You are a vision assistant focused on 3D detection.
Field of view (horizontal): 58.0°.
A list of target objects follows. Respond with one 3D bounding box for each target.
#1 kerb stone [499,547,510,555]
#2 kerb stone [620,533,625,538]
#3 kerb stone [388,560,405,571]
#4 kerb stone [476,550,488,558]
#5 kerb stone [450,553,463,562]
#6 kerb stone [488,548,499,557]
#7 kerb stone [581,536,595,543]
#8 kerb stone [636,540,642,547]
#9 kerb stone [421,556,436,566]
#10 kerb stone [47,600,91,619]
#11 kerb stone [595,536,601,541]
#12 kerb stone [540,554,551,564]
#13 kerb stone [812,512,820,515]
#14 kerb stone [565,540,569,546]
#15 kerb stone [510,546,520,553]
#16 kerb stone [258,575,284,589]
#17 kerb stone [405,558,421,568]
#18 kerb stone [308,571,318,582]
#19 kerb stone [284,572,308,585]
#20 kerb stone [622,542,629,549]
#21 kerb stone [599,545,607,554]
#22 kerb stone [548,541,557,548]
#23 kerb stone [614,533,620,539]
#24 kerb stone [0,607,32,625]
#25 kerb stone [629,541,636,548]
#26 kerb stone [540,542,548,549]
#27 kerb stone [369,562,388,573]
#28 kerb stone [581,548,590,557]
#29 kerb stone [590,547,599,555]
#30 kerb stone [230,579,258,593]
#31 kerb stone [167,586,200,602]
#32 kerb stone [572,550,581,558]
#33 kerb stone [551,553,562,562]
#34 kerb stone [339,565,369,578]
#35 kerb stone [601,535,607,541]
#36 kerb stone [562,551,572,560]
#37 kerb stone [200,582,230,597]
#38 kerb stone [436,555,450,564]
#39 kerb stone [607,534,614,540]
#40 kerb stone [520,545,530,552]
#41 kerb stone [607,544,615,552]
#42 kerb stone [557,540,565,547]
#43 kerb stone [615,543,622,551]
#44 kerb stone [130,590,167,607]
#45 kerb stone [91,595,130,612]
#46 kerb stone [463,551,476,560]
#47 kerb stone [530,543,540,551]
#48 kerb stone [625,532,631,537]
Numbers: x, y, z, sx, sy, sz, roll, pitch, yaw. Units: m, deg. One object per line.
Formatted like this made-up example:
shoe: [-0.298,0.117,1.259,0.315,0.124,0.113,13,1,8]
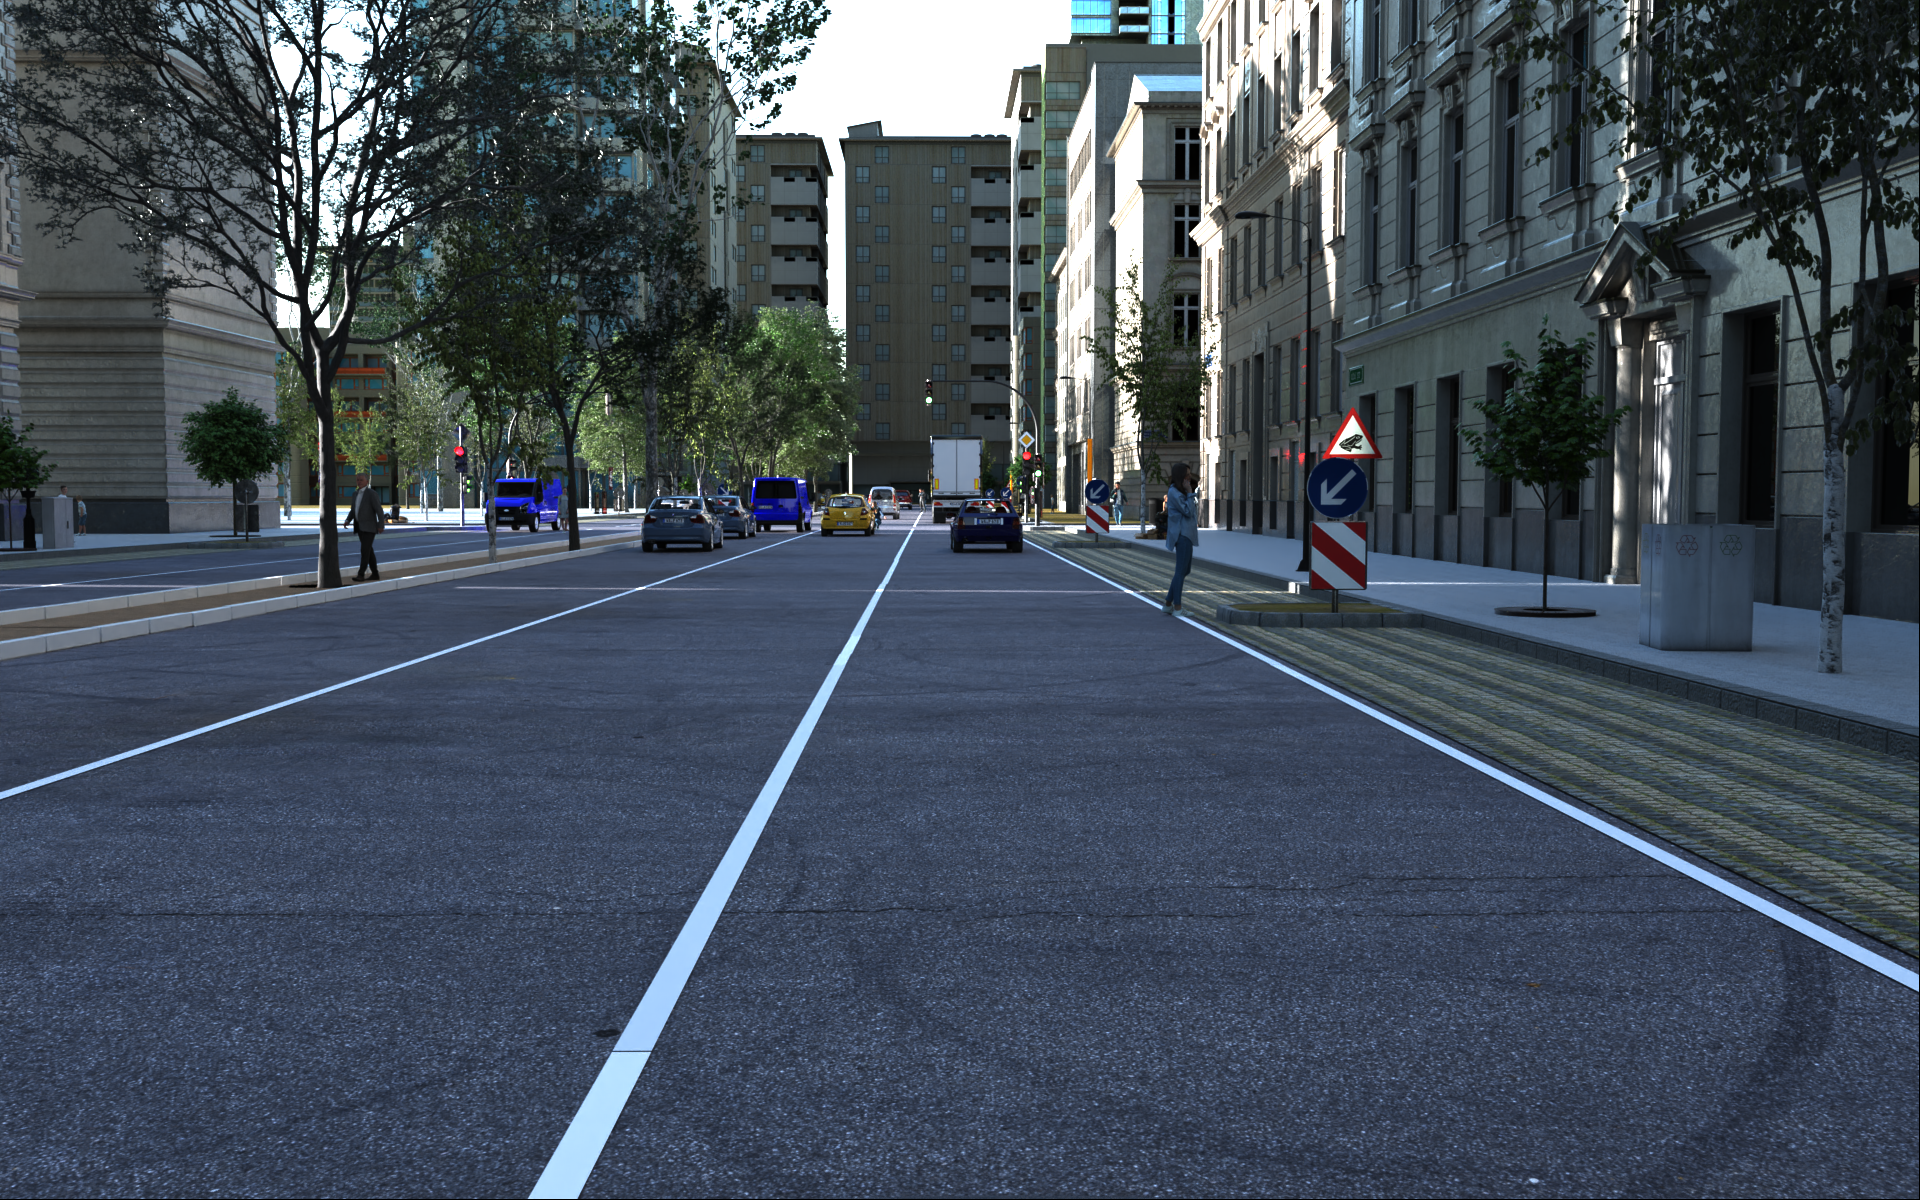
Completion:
kerb stone: [-10.819,-1.132,40.706,0.120,0.150,1.000,0,4,-1]
kerb stone: [-11.076,-2.072,56.075,0.120,0.150,1.000,0,4,-1]
kerb stone: [-10.680,-0.632,32.527,0.120,0.150,1.000,0,4,-1]
kerb stone: [-10.786,-1.007,38.662,0.120,0.150,1.000,0,4,-1]
kerb stone: [-10.749,-0.882,36.619,0.120,0.150,1.000,0,4,-1]
kerb stone: [-10.807,-1.069,39.684,0.120,0.150,1.000,0,4,-1]
kerb stone: [-10.985,-1.754,50.956,0.120,0.150,1.000,0,4,-1]
kerb stone: [-8.813,-1.513,46.927,0.120,0.150,1.000,0,4,-1]
kerb stone: [-10.716,-0.757,34.571,0.120,0.150,1.000,0,4,-1]
kerb stone: [-10.483,0.124,20.229,0.120,0.150,1.000,0,4,-1]
kerb stone: [-10.998,-1.822,51.982,0.120,0.150,1.000,0,4,-1]
kerb stone: [-8.640,-0.822,35.655,0.120,0.150,1.000,0,4,-1]
kerb stone: [-10.017,-5.996,120.223,0.120,0.150,1.000,0,4,-1]
kerb stone: [-10.934,-1.569,47.878,0.120,0.150,1.000,0,4,-1]
kerb stone: [-10.837,-1.195,41.733,0.120,0.150,1.000,0,4,-1]
kerb stone: [-10.582,-0.254,26.370,0.120,0.150,1.000,0,4,-1]
kerb stone: [-10.693,-0.694,33.549,0.120,0.150,1.000,0,4,-1]
kerb stone: [-10.614,-0.381,28.423,0.120,0.150,1.000,0,4,-1]
kerb stone: [-10.601,-0.318,27.396,0.120,0.150,1.000,0,4,-1]
kerb stone: [-8.791,-1.387,44.878,0.120,0.150,1.000,0,4,-1]
kerb stone: [-8.742,-1.199,41.801,0.120,0.150,1.000,0,4,-1]
kerb stone: [-10.902,-1.446,45.830,0.120,0.150,1.000,0,4,-1]
kerb stone: [-11.052,-2.006,55.054,0.120,0.150,1.000,0,4,-1]
kerb stone: [-10.466,0.183,19.203,0.120,0.150,1.000,0,4,-1]
kerb stone: [-8.812,-1.443,45.902,0.120,0.150,1.000,0,4,-1]
kerb stone: [-10.889,-1.381,44.808,0.120,0.150,1.000,0,4,-1]
kerb stone: [-10.659,-0.569,31.497,0.120,0.150,1.000,0,4,-1]
kerb stone: [-8.704,-1.074,39.757,0.120,0.150,1.000,0,4,-1]
kerb stone: [-8.718,-1.135,40.780,0.120,0.150,1.000,0,4,-1]
kerb stone: [-10.565,-0.193,25.348,0.120,0.150,1.000,0,4,-1]
kerb stone: [-10.540,-0.068,23.302,0.120,0.150,1.000,0,4,-1]
kerb stone: [-8.690,-1.010,38.730,0.120,0.150,1.000,0,4,-1]
kerb stone: [-8.656,-0.883,36.679,0.120,0.150,1.000,0,4,-1]
kerb stone: [-10.662,-0.506,30.466,0.120,0.150,1.000,0,4,-1]
kerb stone: [-11.025,-1.884,53.010,0.120,0.150,1.000,0,4,-1]
kerb stone: [-8.670,-0.949,37.708,0.120,0.150,1.000,0,4,-1]
kerb stone: [-10.551,-0.130,24.324,0.120,0.150,1.000,0,4,-1]
kerb stone: [-10.736,-0.820,35.597,0.120,0.150,1.000,0,4,-1]
kerb stone: [-11.037,-1.947,54.032,0.120,0.150,1.000,0,4,-1]
kerb stone: [-10.854,-1.255,42.755,0.120,0.150,1.000,0,4,-1]
kerb stone: [-8.754,-1.262,42.827,0.120,0.150,1.000,0,4,-1]
kerb stone: [-10.923,-1.508,46.852,0.120,0.150,1.000,0,4,-1]
kerb stone: [-8.771,-1.324,43.849,0.120,0.150,1.000,0,4,-1]
kerb stone: [-10.519,-0.005,22.274,0.120,0.150,1.000,0,4,-1]
kerb stone: [-10.507,0.058,21.251,0.120,0.150,1.000,0,4,-1]
kerb stone: [-10.766,-0.944,37.641,0.120,0.150,1.000,0,4,-1]
kerb stone: [-10.866,-1.320,43.777,0.120,0.150,1.000,0,4,-1]
kerb stone: [-11.089,-2.128,57.101,0.120,0.150,1.000,0,4,-1]
